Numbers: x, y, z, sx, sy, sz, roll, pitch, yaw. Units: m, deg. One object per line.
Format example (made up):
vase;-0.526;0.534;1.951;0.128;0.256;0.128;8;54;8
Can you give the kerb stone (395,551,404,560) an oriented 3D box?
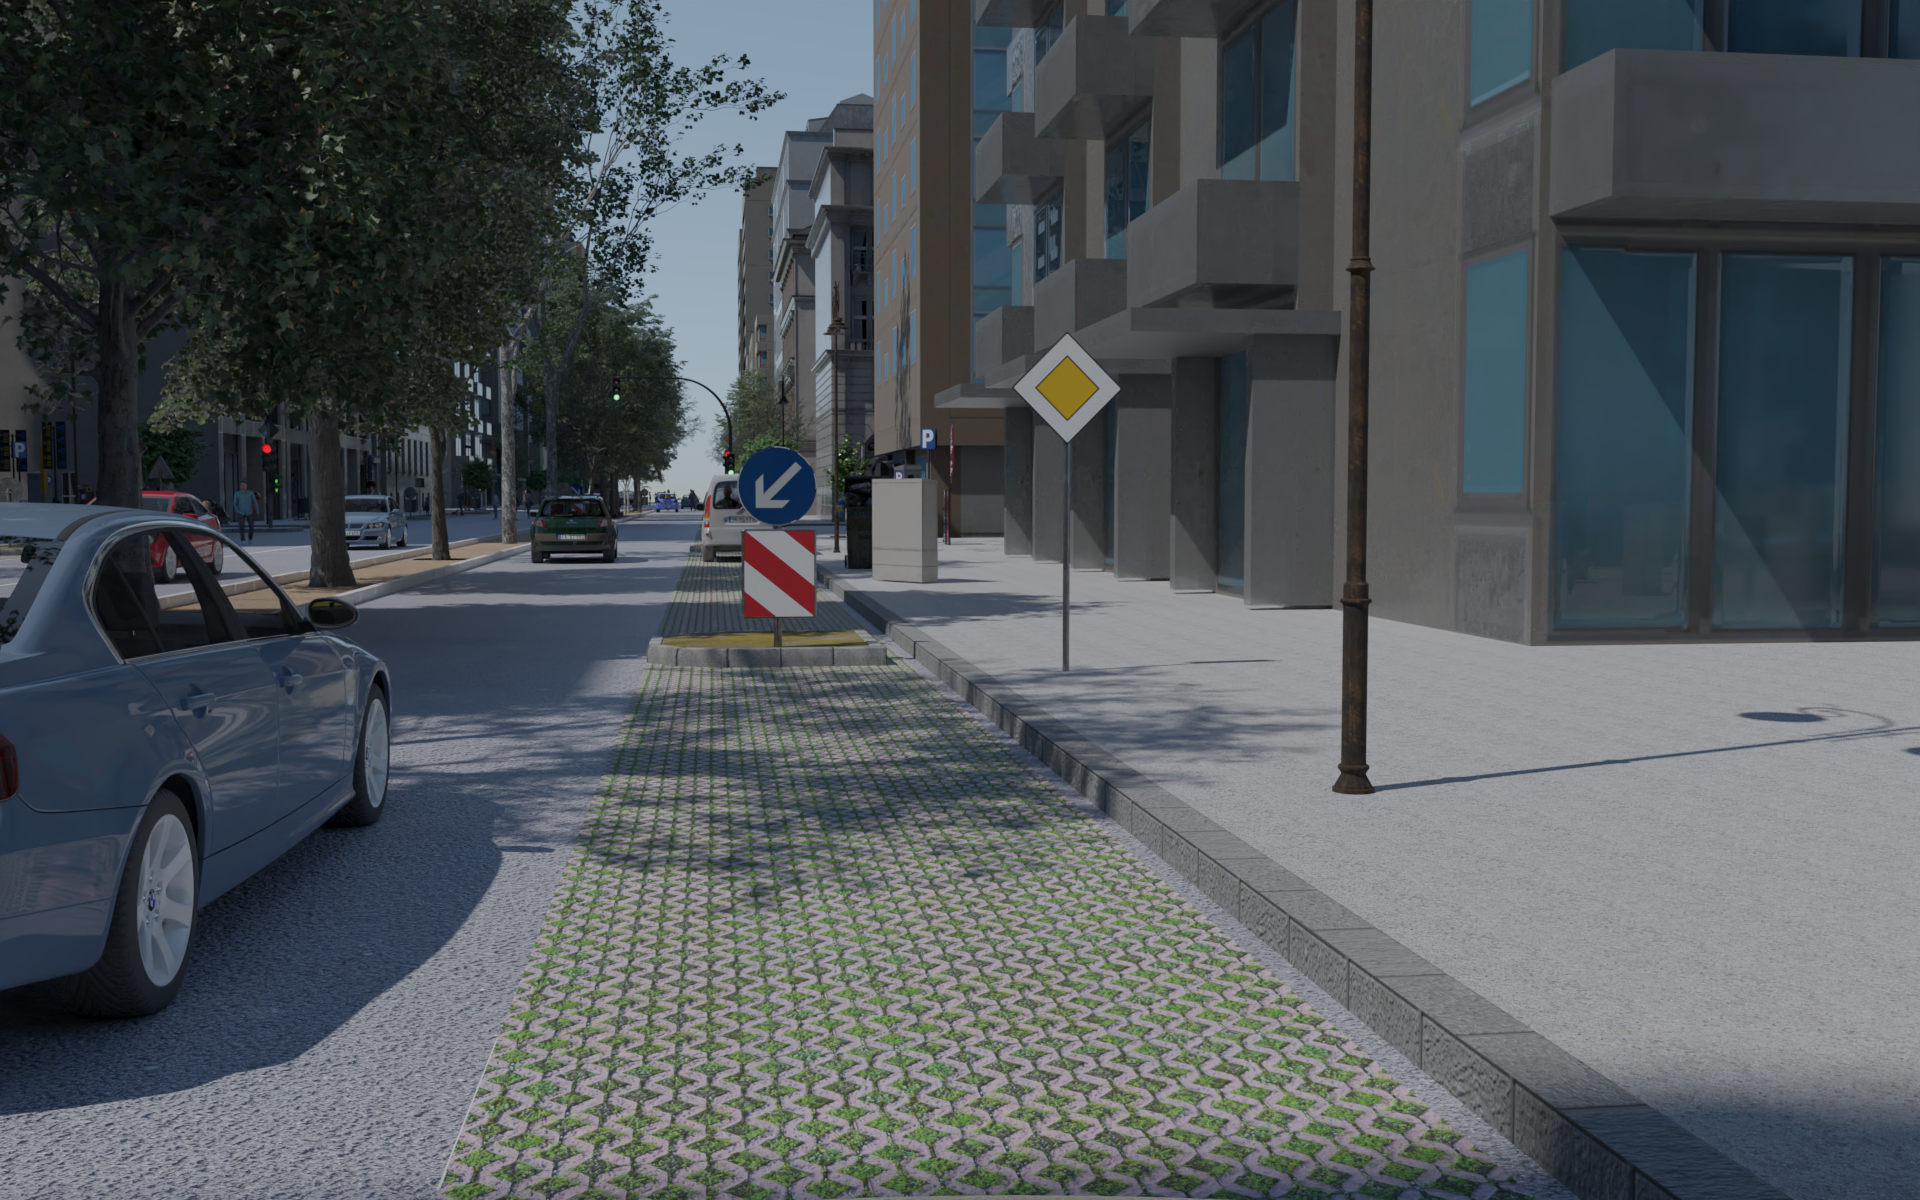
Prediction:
kerb stone;-12.197;-0.921;37.359;0.120;0.150;1.000;-1;4;-8

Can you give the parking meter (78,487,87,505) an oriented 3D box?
parking meter;-30.621;-3.175;60.317;0.372;1.533;0.369;0;3;0

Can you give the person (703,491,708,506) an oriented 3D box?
person;-8.909;-3.284;62.212;0.660;1.820;0.620;-1;4;-12

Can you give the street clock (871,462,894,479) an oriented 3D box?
street clock;-1.735;-2.109;39.050;0.471;2.002;0.358;1;4;23

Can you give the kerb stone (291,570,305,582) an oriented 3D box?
kerb stone;-10.895;-0.368;28.223;0.120;0.150;1.000;-1;4;-8

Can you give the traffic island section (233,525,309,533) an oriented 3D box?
traffic island section;-26.070;-2.640;65.449;2.009;0.180;2.903;-1;4;-8

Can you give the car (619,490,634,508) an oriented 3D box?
car;-35.628;-10.788;185.058;2.281;1.827;5.304;0;4;-6

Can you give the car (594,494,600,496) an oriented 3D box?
car;-26.393;-6.979;123.894;2.009;1.686;4.222;0;4;-6

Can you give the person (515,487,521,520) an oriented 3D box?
person;-24.267;-5.257;94.626;0.473;1.802;0.592;-2;4;-28

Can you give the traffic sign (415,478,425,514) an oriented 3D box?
traffic sign;-34.415;-6.619;110.349;0.606;2.300;0.079;0;4;0

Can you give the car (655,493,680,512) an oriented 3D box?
car;-22.986;-7.739;136.122;1.945;1.707;3.694;0;4;-8

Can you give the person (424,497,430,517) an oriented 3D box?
person;-32.128;-5.573;104.280;0.373;1.253;0.362;2;4;34

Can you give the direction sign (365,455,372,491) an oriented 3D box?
direction sign;-34.262;-6.630;100.403;0.379;3.537;0.876;0;4;6

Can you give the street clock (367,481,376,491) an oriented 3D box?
street clock;-32.297;-5.534;95.056;0.471;2.002;0.358;2;4;28

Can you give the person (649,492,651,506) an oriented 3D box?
person;-38.156;-12.504;213.627;0.721;1.739;1.217;0;4;-5

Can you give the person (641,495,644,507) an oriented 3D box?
person;-36.505;-11.608;198.420;0.705;1.807;1.348;2;4;33

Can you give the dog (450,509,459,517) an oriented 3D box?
dog;-31.096;-5.336;106.530;0.540;0.507;0.406;-1;4;-19

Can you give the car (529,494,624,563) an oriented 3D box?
car;-8.276;-1.683;37.301;2.009;1.686;4.222;-1;4;-10

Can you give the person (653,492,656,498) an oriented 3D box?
person;-53.035;-17.882;301.656;1.217;1.735;0.721;-1;4;-21

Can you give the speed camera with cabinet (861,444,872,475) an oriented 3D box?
speed camera with cabinet;-3.323;-4.549;68.714;0.660;3.252;2.038;-3;4;-37

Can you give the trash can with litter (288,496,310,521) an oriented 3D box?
trash can with litter;-31.572;-4.487;84.420;2.233;1.210;1.678;-1;4;-22

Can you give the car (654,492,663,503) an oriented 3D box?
car;-49.006;-16.848;284.143;2.281;1.827;5.304;-1;4;-9

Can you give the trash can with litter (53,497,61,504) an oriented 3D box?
trash can with litter;-32.525;-3.108;62.204;0.624;1.170;1.055;0;4;-4

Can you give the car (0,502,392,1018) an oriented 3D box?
car;-3.203;0.372;5.928;2.014;1.417;4.499;0;4;-7

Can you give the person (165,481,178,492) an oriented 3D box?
person;-23.886;-2.674;52.326;0.635;1.810;0.391;-3;5;-45

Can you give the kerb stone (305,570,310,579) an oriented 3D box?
kerb stone;-11.036;-0.419;29.237;0.120;0.150;1.000;-1;4;-8

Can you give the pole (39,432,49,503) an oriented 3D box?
pole;-29.959;-3.842;56.660;0.158;3.312;0.155;0;3;0

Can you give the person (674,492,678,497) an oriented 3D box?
person;-50.481;-18.203;306.127;1.348;1.823;0.705;1;4;20

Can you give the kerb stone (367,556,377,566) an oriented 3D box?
kerb stone;-11.762;-0.741;34.308;0.120;0.150;1.000;-1;4;-8

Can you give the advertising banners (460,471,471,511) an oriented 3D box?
advertising banners;-37.386;-8.241;130.935;0.090;3.025;2.074;0;4;4

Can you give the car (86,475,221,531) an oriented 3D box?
car;-13.795;-1.227;29.103;2.155;1.783;4.494;-1;4;-8

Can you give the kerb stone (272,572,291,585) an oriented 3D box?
kerb stone;-10.744;-0.307;27.212;0.120;0.150;1.000;-1;4;-8

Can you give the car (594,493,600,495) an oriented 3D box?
car;-39.410;-10.869;187.293;1.945;1.707;3.694;0;4;-6

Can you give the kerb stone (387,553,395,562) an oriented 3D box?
kerb stone;-12.057;-0.865;36.346;0.120;0.150;1.000;-1;4;-8

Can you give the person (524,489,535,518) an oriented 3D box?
person;-25.361;-5.670;101.802;0.593;1.750;0.643;1;4;22

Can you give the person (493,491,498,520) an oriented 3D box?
person;-26.207;-5.345;97.694;0.330;1.601;0.589;0;4;4

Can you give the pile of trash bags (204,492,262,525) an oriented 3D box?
pile of trash bags;-31.321;-3.874;73.091;3.447;1.369;1.912;-2;4;-29

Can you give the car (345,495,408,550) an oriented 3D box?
car;-15.781;-2.073;45.904;2.014;1.417;4.499;-1;4;-9

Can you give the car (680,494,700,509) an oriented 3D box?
car;-25.787;-9.385;165.450;2.014;1.417;4.499;-1;4;-9

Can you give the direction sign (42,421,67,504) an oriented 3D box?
direction sign;-28.247;-3.797;54.079;0.876;3.537;0.379;1;4;16

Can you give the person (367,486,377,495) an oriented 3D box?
person;-26.398;-4.225;77.860;0.520;1.790;0.573;-2;4;-27

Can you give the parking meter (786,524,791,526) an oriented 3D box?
parking meter;-6.905;-3.867;68.941;0.255;1.863;0.399;0;4;6

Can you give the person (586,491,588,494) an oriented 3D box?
person;-40.930;-11.060;189.886;0.990;1.755;0.434;2;4;34

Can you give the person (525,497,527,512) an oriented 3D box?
person;-35.135;-8.029;140.779;0.512;1.701;0.522;-1;4;-13

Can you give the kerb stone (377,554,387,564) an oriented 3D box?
kerb stone;-11.899;-0.803;35.327;0.120;0.150;1.000;-1;4;-8

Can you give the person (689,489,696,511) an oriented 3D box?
person;-22.393;-8.372;145.182;0.655;1.846;0.447;-1;4;-13

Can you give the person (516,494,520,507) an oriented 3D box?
person;-20.279;-4.282;78.293;0.659;1.850;0.755;0;4;-6

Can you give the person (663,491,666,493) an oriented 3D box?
person;-29.635;-10.099;174.343;1.217;1.743;0.721;2;4;32

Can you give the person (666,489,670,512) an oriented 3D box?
person;-23.581;-8.050;140.134;0.555;1.821;0.388;-2;4;-34

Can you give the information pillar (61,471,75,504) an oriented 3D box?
information pillar;-28.984;-3.173;56.373;0.304;2.012;0.304;1;4;13

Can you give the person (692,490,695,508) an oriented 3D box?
person;-28.208;-10.698;183.037;1.348;1.869;0.705;2;4;26

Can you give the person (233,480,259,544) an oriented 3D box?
person;-20.443;-2.512;49.591;0.660;1.820;0.620;-2;4;-30

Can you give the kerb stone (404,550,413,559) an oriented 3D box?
kerb stone;-12.333;-0.990;38.378;0.120;0.150;1.000;-1;4;-8

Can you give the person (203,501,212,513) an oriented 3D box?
person;-20.041;-2.009;46.015;0.373;1.253;0.362;-1;4;-10

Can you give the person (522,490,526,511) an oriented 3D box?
person;-37.711;-8.646;150.416;0.990;1.755;0.434;2;4;35

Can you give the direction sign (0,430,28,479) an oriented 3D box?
direction sign;-33.302;-4.218;60.964;0.876;3.537;0.379;-1;4;-20

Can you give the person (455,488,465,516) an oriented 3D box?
person;-32.720;-6.402;113.343;0.661;1.801;0.590;3;5;42

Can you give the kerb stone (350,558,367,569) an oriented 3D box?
kerb stone;-11.608;-0.677;33.291;0.120;0.150;1.000;-1;4;-8

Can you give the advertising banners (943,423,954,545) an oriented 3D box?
advertising banners;-0.294;-2.904;43.676;0.090;3.025;2.074;0;4;-6
